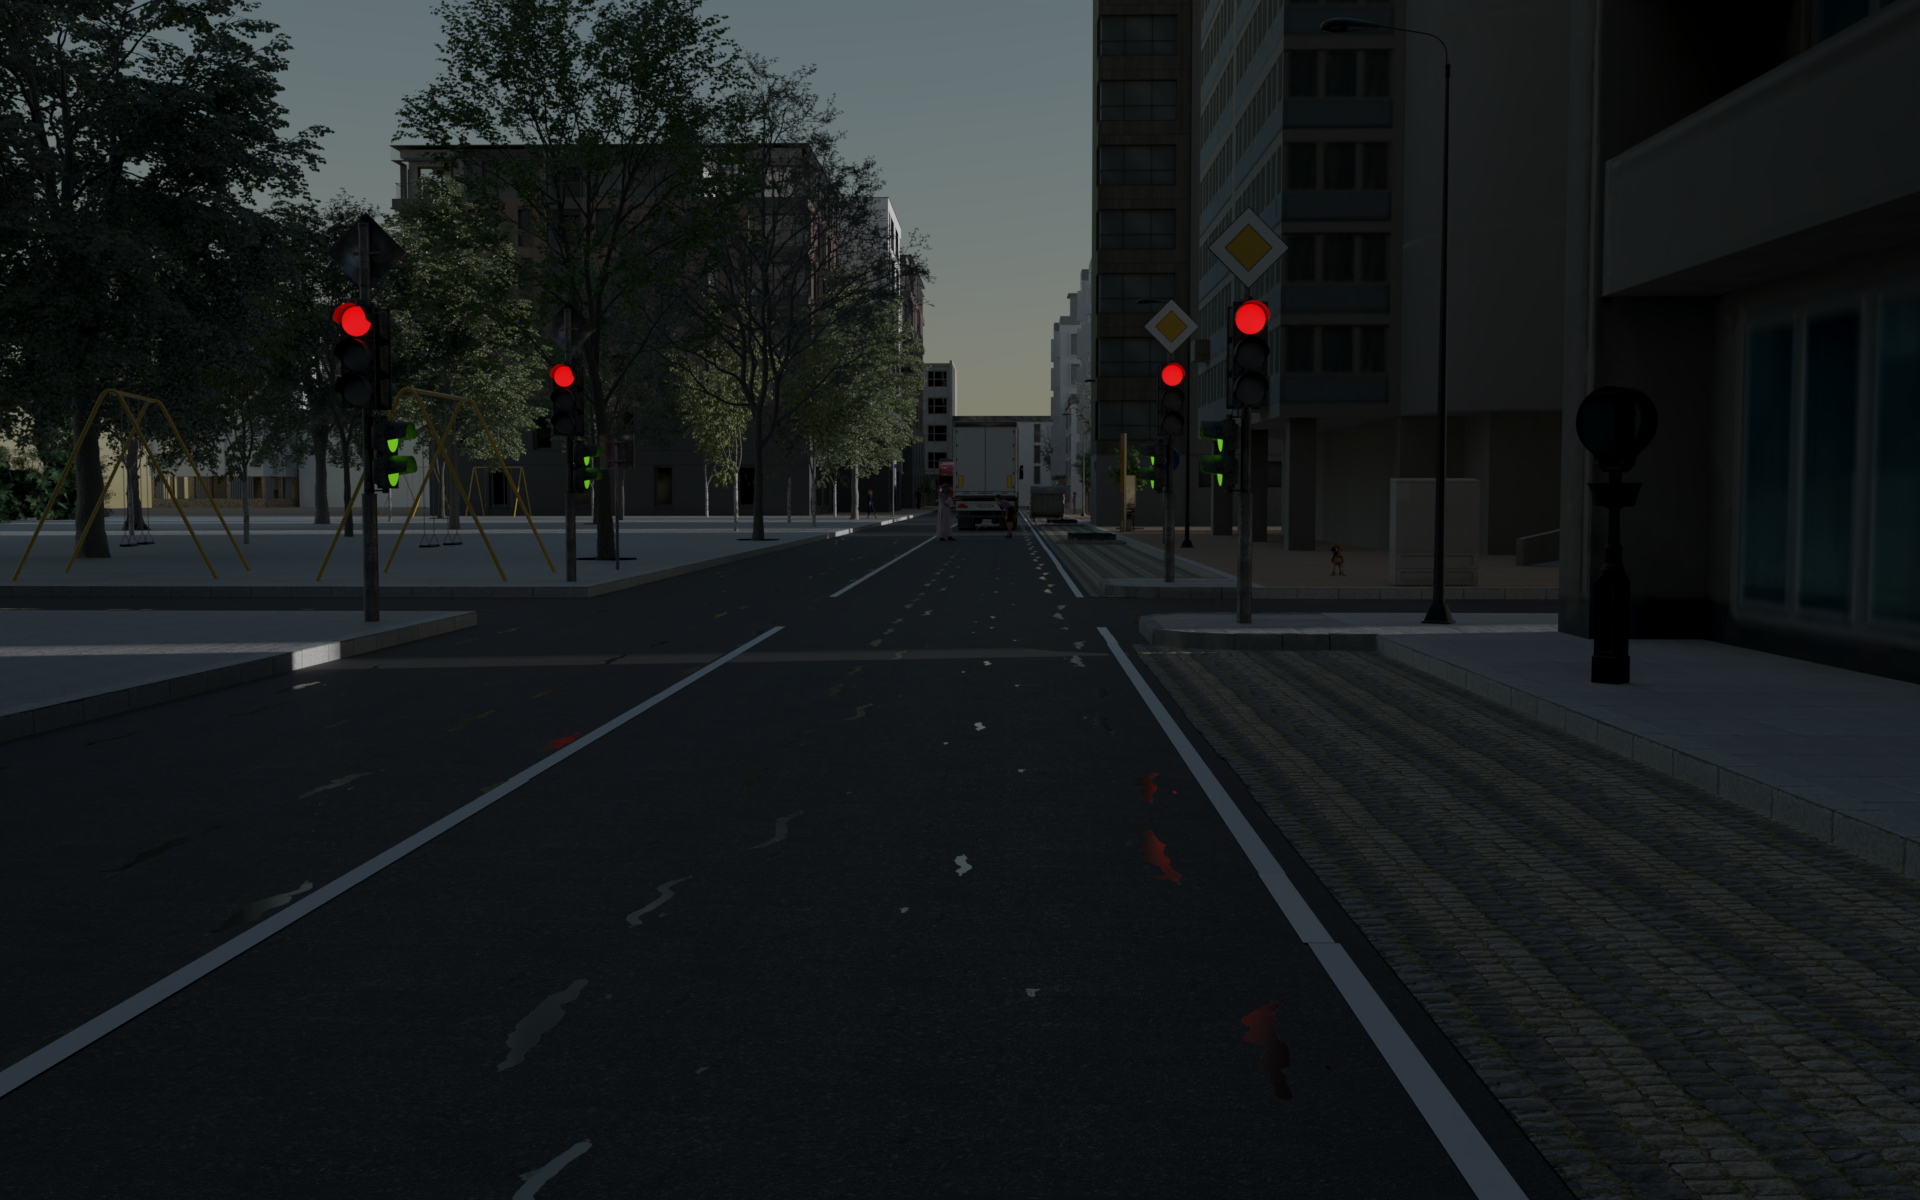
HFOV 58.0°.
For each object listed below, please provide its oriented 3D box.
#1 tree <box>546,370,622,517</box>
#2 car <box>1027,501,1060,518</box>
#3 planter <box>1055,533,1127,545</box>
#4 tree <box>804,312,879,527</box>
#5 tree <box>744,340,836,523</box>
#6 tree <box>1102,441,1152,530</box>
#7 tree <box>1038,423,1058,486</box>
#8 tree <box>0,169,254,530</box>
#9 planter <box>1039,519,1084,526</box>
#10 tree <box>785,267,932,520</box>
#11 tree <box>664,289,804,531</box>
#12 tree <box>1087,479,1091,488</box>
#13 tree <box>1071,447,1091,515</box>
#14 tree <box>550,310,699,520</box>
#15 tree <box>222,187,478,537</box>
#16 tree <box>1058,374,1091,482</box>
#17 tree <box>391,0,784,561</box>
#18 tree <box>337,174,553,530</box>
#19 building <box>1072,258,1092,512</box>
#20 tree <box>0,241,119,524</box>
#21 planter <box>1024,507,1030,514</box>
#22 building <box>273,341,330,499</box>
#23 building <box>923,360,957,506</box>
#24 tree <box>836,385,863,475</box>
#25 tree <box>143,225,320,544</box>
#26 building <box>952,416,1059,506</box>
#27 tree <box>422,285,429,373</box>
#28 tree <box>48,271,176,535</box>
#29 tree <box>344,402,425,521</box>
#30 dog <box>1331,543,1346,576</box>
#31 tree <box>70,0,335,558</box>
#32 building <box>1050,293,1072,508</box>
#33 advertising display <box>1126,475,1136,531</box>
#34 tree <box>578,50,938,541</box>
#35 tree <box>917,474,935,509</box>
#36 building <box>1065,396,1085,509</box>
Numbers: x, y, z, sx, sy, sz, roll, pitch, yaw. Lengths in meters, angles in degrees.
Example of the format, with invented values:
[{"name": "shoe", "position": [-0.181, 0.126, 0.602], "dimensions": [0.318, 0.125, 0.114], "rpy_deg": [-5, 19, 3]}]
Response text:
[{"name": "tree", "position": [-21.075, -9.058, 98.459], "dimensions": [4.360, 8.622, 3.978], "rpy_deg": [0, 3, 0]}, {"name": "car", "position": [5.024, -5.681, 103.104], "dimensions": [2.015, 1.641, 3.980], "rpy_deg": [0, 4, 0]}, {"name": "planter", "position": [3.747, -1.757, 49.859], "dimensions": [1.991, 0.319, 1.994], "rpy_deg": [0, 4, 2]}, {"name": "tree", "position": [-5.539, -7.170, 67.598], "dimensions": [4.737, 8.622, 4.395], "rpy_deg": [0, 3, 0]}, {"name": "tree", "position": [-7.737, -7.806, 77.995], "dimensions": [4.360, 8.622, 3.978], "rpy_deg": [0, 3, 0]}, {"name": "tree", "position": [6.269, -4.176, 62.878], "dimensions": [1.663, 3.219, 1.824], "rpy_deg": [0, 3, 0]}, {"name": "tree", "position": [9.706, -13.889, 177.441], "dimensions": [4.360, 8.622, 3.978], "rpy_deg": [0, 3, 0]}, {"name": "tree", "position": [-29.384, -8.818, 61.185], "dimensions": [9.611, 12.733, 9.660], "rpy_deg": [0, 3, 0]}, {"name": "planter", "position": [4.505, -3.425, 77.139], "dimensions": [1.991, 0.319, 1.994], "rpy_deg": [0, 4, 2]}, {"name": "tree", "position": [-5.194, -10.307, 86.654], "dimensions": [7.486, 12.596, 7.792], "rpy_deg": [0, 3, 0]}, {"name": "tree", "position": [-8.016, -6.698, 59.878], "dimensions": [4.737, 8.622, 4.395], "rpy_deg": [0, 3, 0]}, {"name": "tree", "position": [8.435, -6.566, 101.963], "dimensions": [1.663, 3.219, 1.824], "rpy_deg": [0, 3, 0]}, {"name": "tree", "position": [8.499, -7.528, 106.796], "dimensions": [4.285, 4.588, 4.351], "rpy_deg": [0, 3, 0]}, {"name": "tree", "position": [-16.268, -9.182, 84.541], "dimensions": [7.601, 10.594, 8.767], "rpy_deg": [-2, 4, -30]}, {"name": "tree", "position": [-18.277, -7.191, 51.986], "dimensions": [8.767, 10.594, 7.601], "rpy_deg": [0, 4, 5]}, {"name": "tree", "position": [8.295, -8.897, 95.834], "dimensions": [4.360, 8.622, 3.978], "rpy_deg": [0, 3, 0]}, {"name": "tree", "position": [-7.021, -6.581, 33.357], "dimensions": [9.928, 11.665, 9.643], "rpy_deg": [0, 3, 0]}, {"name": "tree", "position": [-18.645, -8.820, 62.338], "dimensions": [7.486, 12.596, 7.792], "rpy_deg": [0, 3, 0]}, {"name": "building", "position": [16.753, -16.628, 128.290], "dimensions": [16.016, 20.091, 11.380], "rpy_deg": [0, 4, 2]}, {"name": "tree", "position": [-49.907, -11.440, 88.859], "dimensions": [13.155, 14.587, 18.604], "rpy_deg": [-2, 4, -33]}, {"name": "planter", "position": [5.869, -6.474, 126.986], "dimensions": [1.991, 0.319, 1.994], "rpy_deg": [0, 4, 2]}, {"name": "building", "position": [-60.121, -20.076, 194.692], "dimensions": [31.486, 18.905, 16.747], "rpy_deg": [0, 4, 2]}, {"name": "building", "position": [-16.336, -20.008, 193.594], "dimensions": [31.486, 18.905, 16.747], "rpy_deg": [0, 4, 2]}, {"name": "tree", "position": [-7.272, -8.986, 97.282], "dimensions": [4.360, 8.622, 3.978], "rpy_deg": [0, 3, 0]}, {"name": "tree", "position": [-18.607, -5.745, 44.290], "dimensions": [4.737, 8.622, 4.395], "rpy_deg": [0, 3, 0]}, {"name": "building", "position": [13.337, -15.139, 189.667], "dimensions": [28.070, 9.664, 9.099], "rpy_deg": [0, 4, 2]}, {"name": "tree", "position": [-27.470, -10.265, 74.490], "dimensions": [9.857, 13.997, 8.962], "rpy_deg": [0, 3, 0]}, {"name": "tree", "position": [-25.791, -6.305, 53.450], "dimensions": [4.360, 8.622, 3.978], "rpy_deg": [0, 3, 0]}, {"name": "tree", "position": [-27.160, -8.023, 81.541], "dimensions": [4.737, 8.622, 4.395], "rpy_deg": [0, 3, 0]}, {"name": "dog", "position": [5.931, -0.637, 27.249], "dimensions": [0.406, 0.507, 0.540], "rpy_deg": [-2, 4, -33]}, {"name": "tree", "position": [-17.545, -7.819, 34.494], "dimensions": [9.857, 13.997, 8.962], "rpy_deg": [0, 3, 0]}, {"name": "building", "position": [16.888, -19.082, 168.404], "dimensions": [16.016, 20.091, 11.380], "rpy_deg": [0, 4, 2]}, {"name": "advertising display", "position": [5.784, -3.327, 59.617], "dimensions": [0.123, 1.923, 0.974], "rpy_deg": [2, 4, 32]}, {"name": "tree", "position": [-5.485, -8.388, 47.507], "dimensions": [12.009, 13.543, 11.850], "rpy_deg": [0, 3, 0]}, {"name": "tree", "position": [-2.719, -9.544, 150.641], "dimensions": [1.663, 3.219, 1.824], "rpy_deg": [0, 3, 0]}, {"name": "building", "position": [13.970, -12.614, 148.382], "dimensions": [9.099, 9.664, 28.070], "rpy_deg": [0, 4, 2]}]
